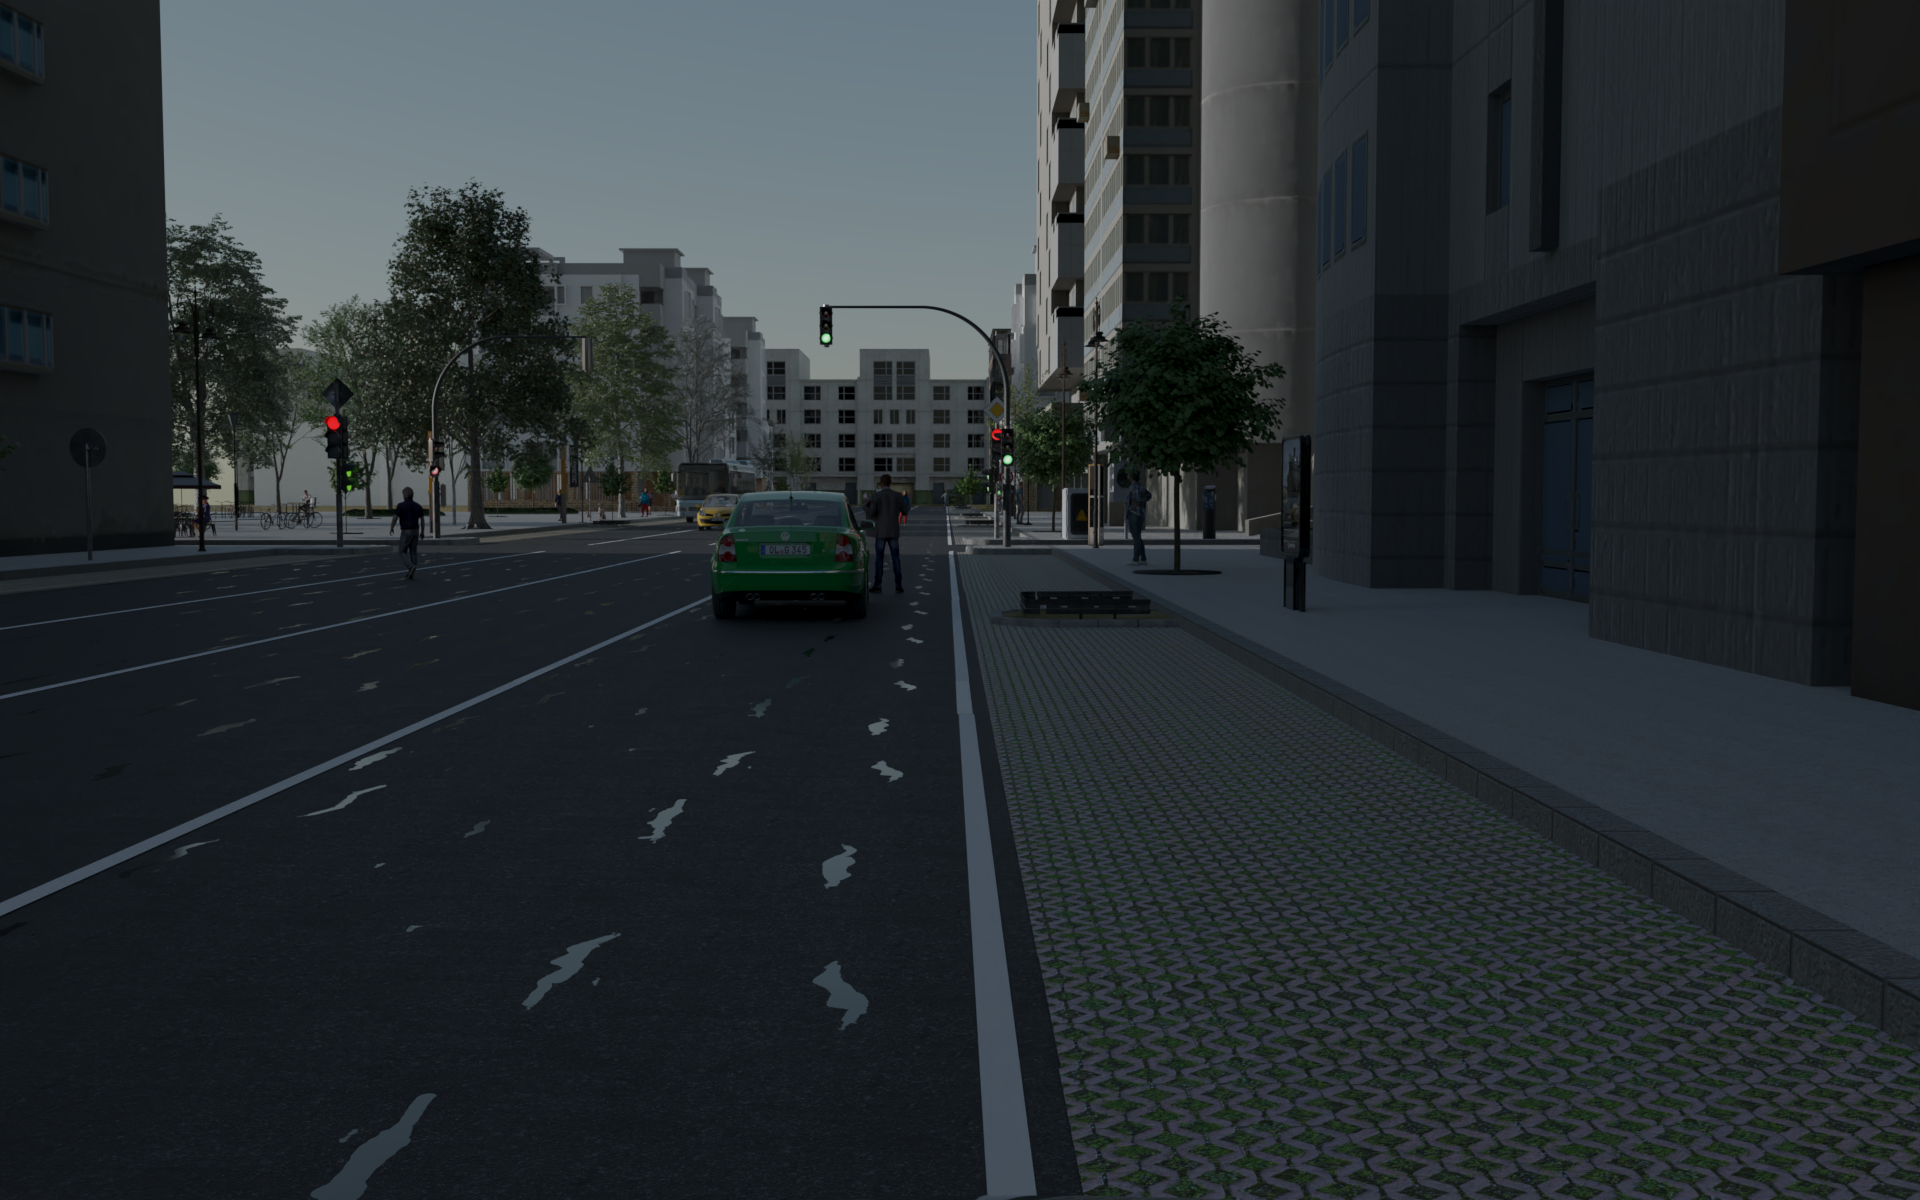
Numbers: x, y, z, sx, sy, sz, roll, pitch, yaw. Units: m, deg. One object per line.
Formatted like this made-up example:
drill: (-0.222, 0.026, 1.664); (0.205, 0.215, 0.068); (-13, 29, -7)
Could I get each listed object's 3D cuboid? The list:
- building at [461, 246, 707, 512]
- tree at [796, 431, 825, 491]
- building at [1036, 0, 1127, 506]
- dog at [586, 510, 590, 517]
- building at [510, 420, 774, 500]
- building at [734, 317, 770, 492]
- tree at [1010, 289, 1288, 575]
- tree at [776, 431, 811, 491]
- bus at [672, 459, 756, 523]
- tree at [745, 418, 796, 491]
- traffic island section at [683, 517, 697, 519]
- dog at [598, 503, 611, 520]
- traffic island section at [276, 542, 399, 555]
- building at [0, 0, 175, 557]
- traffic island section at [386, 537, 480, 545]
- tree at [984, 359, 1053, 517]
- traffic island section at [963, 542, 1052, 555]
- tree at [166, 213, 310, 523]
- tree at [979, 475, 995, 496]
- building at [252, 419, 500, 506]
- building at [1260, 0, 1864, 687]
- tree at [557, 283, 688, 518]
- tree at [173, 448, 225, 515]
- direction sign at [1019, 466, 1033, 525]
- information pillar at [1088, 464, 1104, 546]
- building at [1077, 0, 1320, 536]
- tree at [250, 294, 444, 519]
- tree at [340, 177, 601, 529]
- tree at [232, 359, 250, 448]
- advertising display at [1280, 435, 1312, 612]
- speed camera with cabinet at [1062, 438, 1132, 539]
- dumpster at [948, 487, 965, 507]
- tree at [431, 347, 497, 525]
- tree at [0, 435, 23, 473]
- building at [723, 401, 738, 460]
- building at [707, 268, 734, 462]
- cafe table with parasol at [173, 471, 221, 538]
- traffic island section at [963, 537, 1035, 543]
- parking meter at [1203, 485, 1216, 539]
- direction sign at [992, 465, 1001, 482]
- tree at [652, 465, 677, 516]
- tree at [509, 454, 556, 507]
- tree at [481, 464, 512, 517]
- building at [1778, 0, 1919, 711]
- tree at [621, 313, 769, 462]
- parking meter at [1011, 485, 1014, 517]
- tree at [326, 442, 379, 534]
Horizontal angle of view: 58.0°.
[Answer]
building: (-28.234, -16.811, 131.276); (16.016, 20.091, 11.380); (0, 4, 0)
tree: (-18.104, -15.404, 202.215); (4.360, 8.622, 3.978); (0, 3, 0)
building: (18.982, -31.892, 110.671); (28.713, 52.752, 27.495); (0, 4, 0)
dog: (-20.402, -4.747, 95.343); (0.550, 0.427, 0.748); (2, 4, 31)
building: (-35.478, -15.502, 195.598); (28.070, 9.664, 9.099); (0, 4, 0)
building: (-28.372, -19.941, 182.459); (16.016, 20.091, 11.380); (0, 4, 0)
tree: (3.474, -2.709, 28.008); (4.285, 4.588, 4.351); (0, 3, 0)
tree: (-18.622, -14.953, 194.835); (4.737, 8.622, 4.395); (0, 3, 0)
bus: (-12.539, -5.794, 89.596); (2.948, 3.499, 13.247); (0, 4, -1)
tree: (-18.269, -13.095, 164.465); (4.360, 8.622, 3.978); (0, 3, 0)
traffic island section: (-15.171, -4.830, 101.839); (1.991, 0.108, 1.994); (0, 4, 0)
dog: (-17.853, -4.438, 86.937); (0.800, 0.831, 0.513); (-3, 4, -37)
traffic island section: (-15.008, -1.199, 41.881); (2.009, 0.180, 2.903); (0, 4, 0)
building: (-29.908, -24.900, 30.815); (21.600, 48.544, 21.300); (0, 4, 0)
traffic island section: (-15.074, -1.687, 49.866); (2.009, 0.180, 2.903); (0, 4, 0)
tree: (3.201, -8.847, 95.008); (4.737, 8.622, 4.395); (0, 3, 0)
traffic island section: (1.153, -1.207, 42.010); (2.009, 0.180, 2.903); (0, 4, 0)
tree: (-34.070, -10.425, 77.096); (9.857, 13.997, 8.962); (0, 3, 0)
tree: (2.997, -11.343, 180.057); (1.663, 3.219, 1.824); (0, 3, 0)
building: (-63.537, -15.418, 194.227); (28.070, 9.664, 9.099); (0, 4, 0)
building: (16.042, -29.469, 23.815); (21.231, 58.520, 28.212); (0, 4, 0)
tree: (-18.773, -10.735, 93.644); (7.486, 12.596, 7.792); (0, 3, 0)
tree: (-46.941, -7.513, 106.559); (4.285, 4.588, 4.351); (0, 3, 0)
direction sign: (2.807, -4.843, 71.185); (0.876, 3.537, 0.379); (3, 4, 37)
information pillar: (3.375, -2.347, 42.862); (0.304, 2.012, 0.304); (2, 4, 27)
building: (17.120, -22.880, 65.962); (23.993, 40.220, 32.217); (0, 4, 0)
tree: (-30.359, -9.980, 88.925); (9.928, 11.665, 9.643); (0, 3, 0)
tree: (-17.774, -8.926, 62.946); (9.611, 12.733, 9.660); (0, 3, 0)
tree: (-46.885, -11.830, 119.168); (9.928, 11.665, 9.643); (0, 3, 0)
advertising display: (3.719, -0.857, 19.221); (0.123, 1.923, 0.974); (0, 4, -2)
speed camera with cabinet: (3.969, -3.364, 49.334); (2.038, 3.252, 0.660); (0, 4, -7)
dumpster: (-0.391, -11.741, 196.921); (1.985, 2.255, 1.502); (0, 4, 1)
tree: (-20.716, -7.407, 71.472); (4.737, 8.622, 4.395); (0, 3, 0)
tree: (-17.260, -2.139, 29.580); (1.663, 3.219, 1.824); (0, 3, 0)
building: (-25.465, -13.515, 163.114); (9.099, 9.664, 28.070); (0, 4, 0)
building: (-27.583, -17.506, 142.640); (16.016, 20.091, 11.380); (0, 4, 0)
cafe table with parasol: (-23.030, -2.837, 51.256); (2.610, 1.966, 2.610); (1, 4, 23)
traffic island section: (1.087, -1.695, 49.995); (2.009, 0.180, 2.903); (0, 4, 0)
parking meter: (7.132, -2.513, 49.505); (0.372, 1.533, 0.369); (0, 3, 0)
direction sign: (2.425, -7.554, 115.511); (0.379, 3.537, 0.876); (3, 5, 44)
tree: (-17.715, -6.653, 103.374); (1.663, 3.219, 1.824); (0, 3, 0)
tree: (-29.674, -8.340, 120.069); (4.285, 4.588, 4.351); (0, 3, 0)
tree: (-25.733, -6.241, 96.643); (1.663, 3.219, 1.824); (0, 3, 0)
building: (12.269, -21.583, 2.998); (14.600, 45.320, 14.200); (0, 4, 0)
tree: (-18.114, -12.637, 116.979); (12.009, 13.543, 11.850); (0, 3, 0)
parking meter: (2.876, -5.638, 97.885); (0.399, 1.863, 0.255); (-1, 4, -15)
tree: (-19.747, -3.727, 55.542); (1.663, 3.219, 1.824); (0, 3, 0)
